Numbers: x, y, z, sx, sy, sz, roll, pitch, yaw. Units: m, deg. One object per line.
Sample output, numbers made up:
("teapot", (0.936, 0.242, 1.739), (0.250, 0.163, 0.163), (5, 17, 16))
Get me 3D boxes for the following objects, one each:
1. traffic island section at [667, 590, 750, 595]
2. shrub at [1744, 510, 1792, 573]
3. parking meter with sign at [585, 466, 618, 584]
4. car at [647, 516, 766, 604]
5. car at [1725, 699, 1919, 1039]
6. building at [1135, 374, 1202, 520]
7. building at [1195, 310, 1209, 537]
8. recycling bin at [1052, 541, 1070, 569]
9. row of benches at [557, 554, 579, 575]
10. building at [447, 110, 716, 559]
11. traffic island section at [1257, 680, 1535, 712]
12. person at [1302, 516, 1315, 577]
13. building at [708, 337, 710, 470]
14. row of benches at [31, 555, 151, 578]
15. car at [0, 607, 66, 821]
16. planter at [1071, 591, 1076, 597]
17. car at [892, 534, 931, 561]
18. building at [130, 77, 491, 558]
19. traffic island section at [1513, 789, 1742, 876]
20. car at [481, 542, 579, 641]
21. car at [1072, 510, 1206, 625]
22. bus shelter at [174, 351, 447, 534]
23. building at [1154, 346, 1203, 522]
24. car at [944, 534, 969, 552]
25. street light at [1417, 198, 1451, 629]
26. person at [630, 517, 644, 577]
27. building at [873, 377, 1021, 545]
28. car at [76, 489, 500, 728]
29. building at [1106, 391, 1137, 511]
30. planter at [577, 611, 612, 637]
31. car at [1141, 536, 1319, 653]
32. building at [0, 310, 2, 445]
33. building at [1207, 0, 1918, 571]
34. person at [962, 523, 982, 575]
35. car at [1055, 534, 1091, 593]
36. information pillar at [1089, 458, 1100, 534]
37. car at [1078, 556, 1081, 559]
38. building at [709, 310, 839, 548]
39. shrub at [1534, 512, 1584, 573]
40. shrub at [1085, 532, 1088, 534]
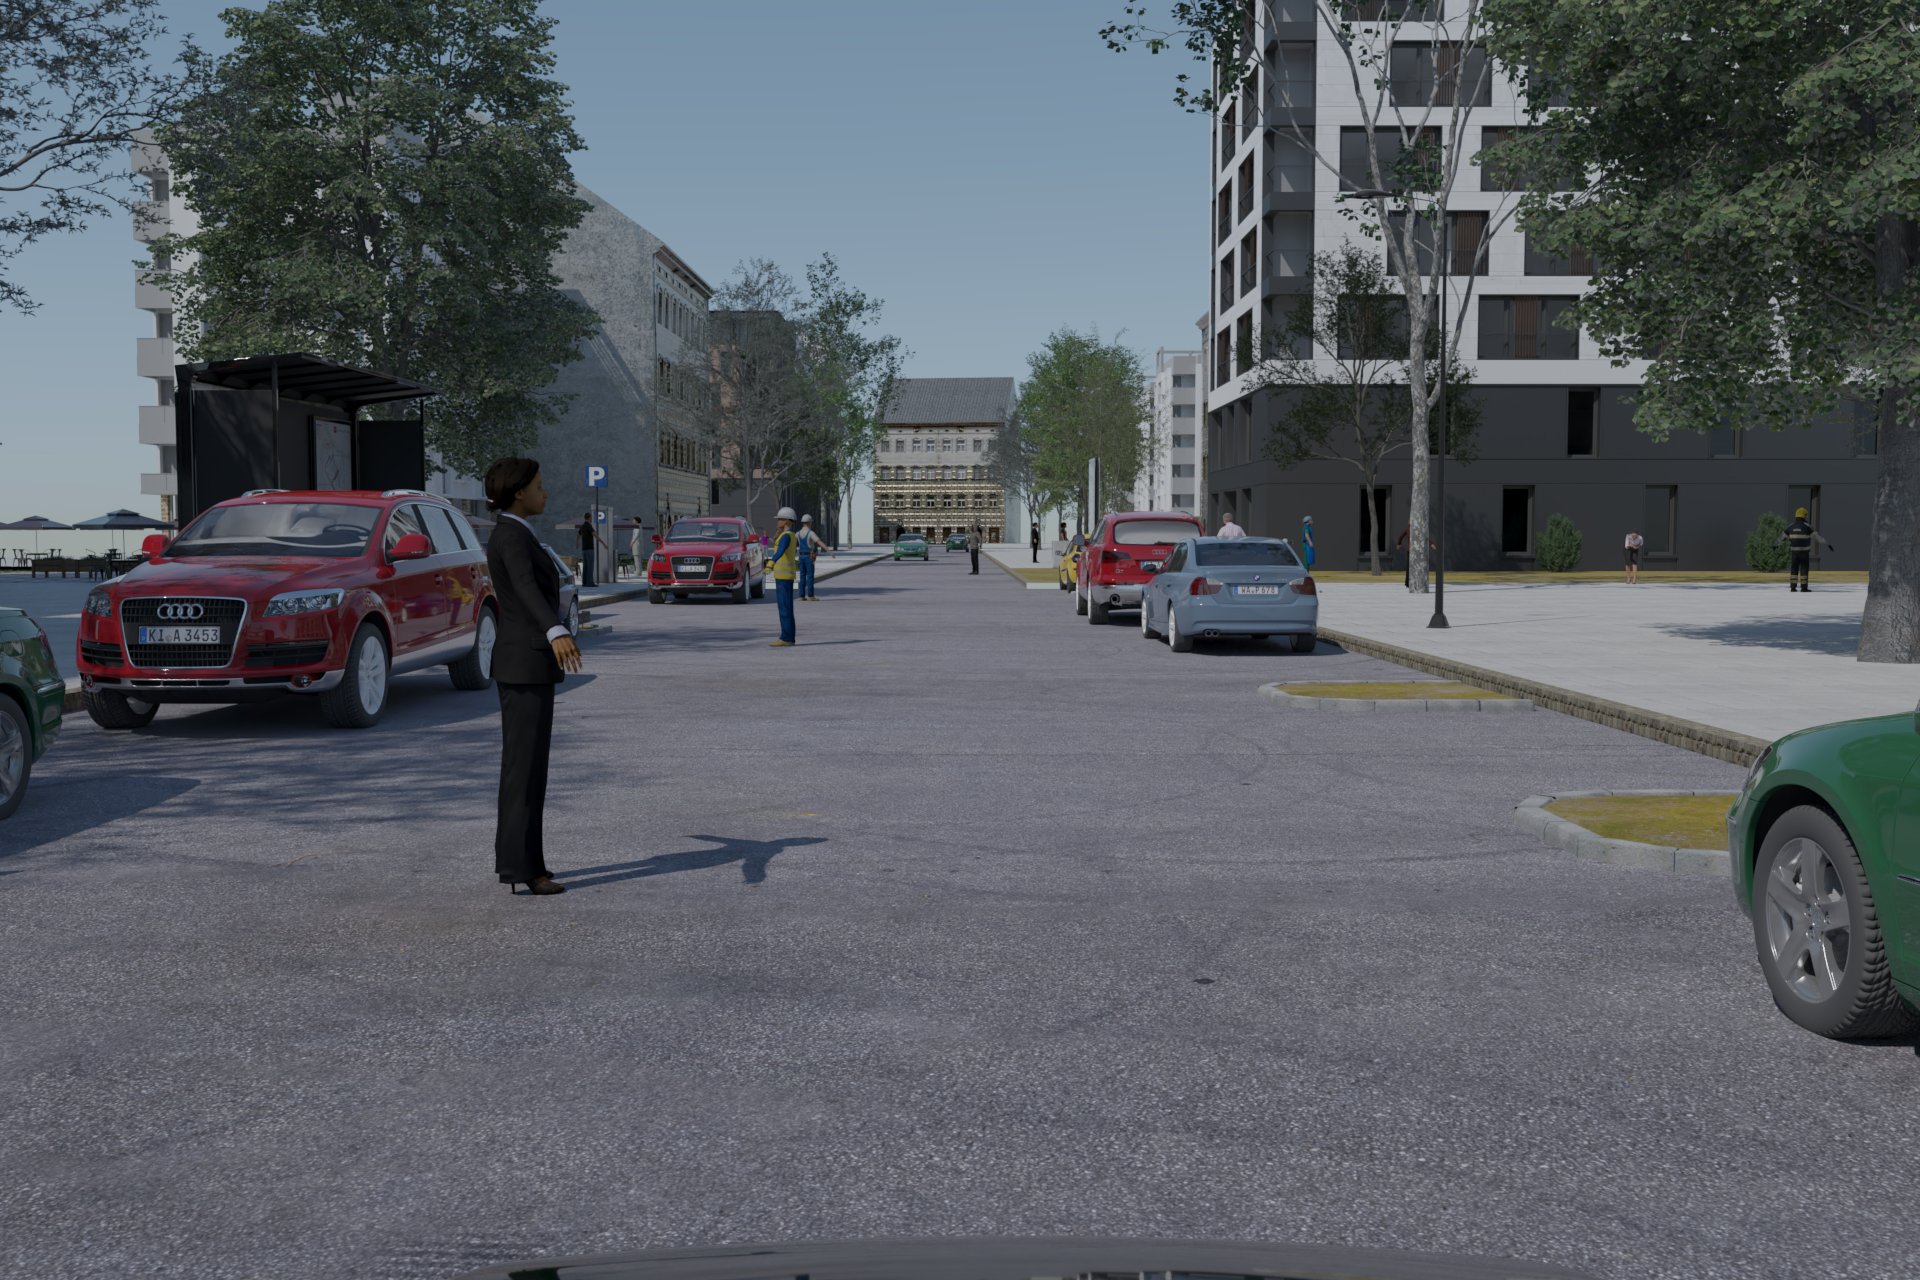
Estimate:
("traffic island section", (-6.107, -1.149, 41.660), (1.991, 0.108, 1.994), (0, 4, -1))
("shrub", (26.957, -3.278, 57.632), (1.661, 2.075, 1.752), (0, 3, 0))
("parking meter with sign", (-9.272, -2.984, 45.046), (0.543, 3.016, 1.738), (0, 4, -1))
("car", (-5.365, -1.742, 37.155), (2.281, 1.827, 5.304), (0, 4, 0))
("car", (3.373, 0.503, 3.573), (2.131, 1.459, 4.920), (0, 4, -2))
("building", (25.783, -21.204, 203.105), (16.016, 20.090, 11.380), (0, 4, 0))
("building", (26.538, -17.383, 115.149), (19.493, 23.208, 18.063), (0, 4, 0))
("recycling bin", (3.801, -3.181, 64.568), (0.722, 1.027, 0.722), (0, 4, 0))
("row of benches", (-13.960, -2.352, 53.914), (4.104, 0.672, 1.422), (0, 4, 7))
("building", (-24.993, -16.403, 99.121), (19.493, 23.208, 18.063), (0, 4, 1))
("traffic island section", (3.630, 0.483, 14.965), (1.991, 0.108, 1.994), (0, 4, -1))
("person", (10.398, -2.784, 51.649), (0.704, 1.817, 1.347), (1, 4, 10))
("building", (-28.429, -17.874, 123.171), (19.493, 23.208, 18.063), (0, 3, 0))
("row of benches", (-25.063, -2.148, 50.583), (4.104, 0.672, 1.422), (1, 4, 10))
("car", (-5.681, 0.278, 7.249), (2.131, 1.459, 4.920), (0, 3, 0))
("planter", (3.591, -1.168, 40.243), (1.991, 0.319, 1.994), (0, 4, -1))
("car", (-2.596, -4.971, 93.077), (2.131, 1.459, 4.920), (0, 4, -1))
("building", (-28.229, -13.256, 73.149), (16.016, 20.090, 11.380), (0, 4, -1))
("traffic island section", (3.725, 0.899, 8.162), (1.991, 0.108, 1.994), (0, 4, -1))
("car", (-6.010, -0.567, 21.848), (1.945, 1.354, 3.894), (0, 4, 0))
("car", (3.051, -1.237, 28.891), (2.281, 1.827, 5.304), (0, 4, 0))
("bus shelter", (-9.294, -2.089, 25.440), (1.731, 3.624, 6.357), (0, 4, 0))
("building", (24.878, -19.489, 175.063), (16.016, 20.090, 11.380), (0, 4, 0))
("car", (-0.195, -7.630, 136.548), (2.131, 1.459, 4.920), (0, 4, 0))
("street light", (7.087, -3.116, 23.494), (1.470, 5.913, 1.316), (0, 3, 0))
("person", (-9.771, -2.823, 52.337), (0.705, 1.806, 1.347), (0, 4, -4))
("building", (-1.504, -24.986, 241.902), (18.063, 23.208, 19.493), (1, 4, 8))
("car", (-5.349, -0.354, 14.457), (2.281, 1.827, 5.304), (0, 3, 0))
("building", (23.844, -22.357, 221.960), (16.016, 20.090, 11.380), (0, 4, -1))
("planter", (-6.101, -0.232, 24.933), (1.991, 0.319, 1.994), (0, 4, 0))
("car", (3.403, -0.627, 22.251), (2.014, 1.417, 4.499), (0, 4, -1))
("building", (-31.836, -12.908, 30.124), (14.460, 24.649, 34.723), (0, 4, 0))
("building", (24.392, -14.138, 75.134), (27.936, 21.610, 32.646), (0, 3, 0))
("person", (0.489, -3.203, 60.960), (0.705, 1.813, 1.348), (-2, 4, -27))
("car", (3.418, -2.023, 43.295), (2.015, 1.641, 3.980), (0, 4, -1))
("information pillar", (4.190, -3.839, 54.084), (0.184, 3.620, 1.656), (0, 4, -2))
("car", (3.544, -1.497, 37.056), (1.945, 1.354, 3.894), (0, 4, -1))
("building", (-27.199, -20.221, 174.594), (27.936, 21.610, 32.646), (0, 4, 0))
("shrub", (19.980, -3.269, 57.867), (1.690, 2.028, 1.600), (0, 3, 0))
("shrub", (5.307, -3.639, 63.547), (1.661, 2.075, 1.752), (0, 3, 0))
